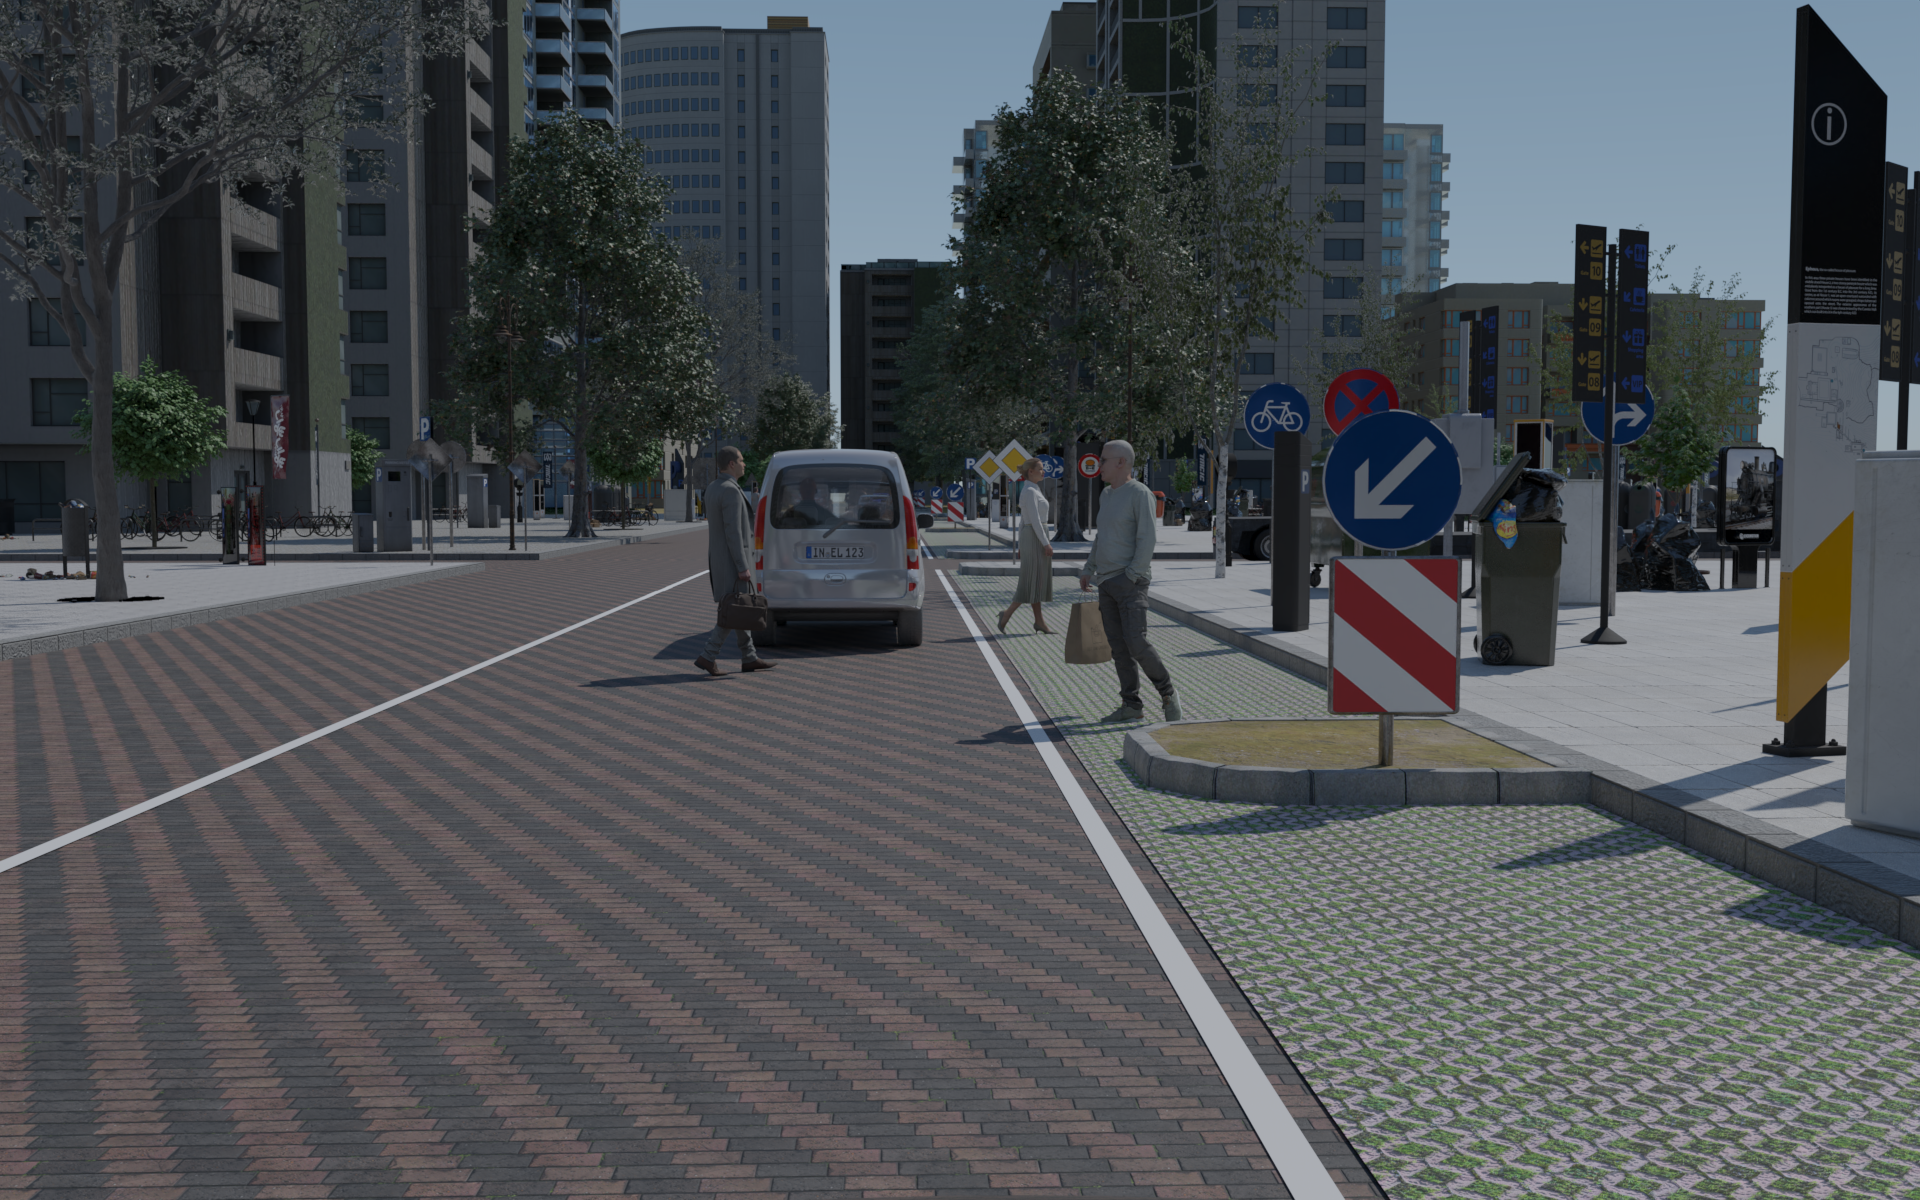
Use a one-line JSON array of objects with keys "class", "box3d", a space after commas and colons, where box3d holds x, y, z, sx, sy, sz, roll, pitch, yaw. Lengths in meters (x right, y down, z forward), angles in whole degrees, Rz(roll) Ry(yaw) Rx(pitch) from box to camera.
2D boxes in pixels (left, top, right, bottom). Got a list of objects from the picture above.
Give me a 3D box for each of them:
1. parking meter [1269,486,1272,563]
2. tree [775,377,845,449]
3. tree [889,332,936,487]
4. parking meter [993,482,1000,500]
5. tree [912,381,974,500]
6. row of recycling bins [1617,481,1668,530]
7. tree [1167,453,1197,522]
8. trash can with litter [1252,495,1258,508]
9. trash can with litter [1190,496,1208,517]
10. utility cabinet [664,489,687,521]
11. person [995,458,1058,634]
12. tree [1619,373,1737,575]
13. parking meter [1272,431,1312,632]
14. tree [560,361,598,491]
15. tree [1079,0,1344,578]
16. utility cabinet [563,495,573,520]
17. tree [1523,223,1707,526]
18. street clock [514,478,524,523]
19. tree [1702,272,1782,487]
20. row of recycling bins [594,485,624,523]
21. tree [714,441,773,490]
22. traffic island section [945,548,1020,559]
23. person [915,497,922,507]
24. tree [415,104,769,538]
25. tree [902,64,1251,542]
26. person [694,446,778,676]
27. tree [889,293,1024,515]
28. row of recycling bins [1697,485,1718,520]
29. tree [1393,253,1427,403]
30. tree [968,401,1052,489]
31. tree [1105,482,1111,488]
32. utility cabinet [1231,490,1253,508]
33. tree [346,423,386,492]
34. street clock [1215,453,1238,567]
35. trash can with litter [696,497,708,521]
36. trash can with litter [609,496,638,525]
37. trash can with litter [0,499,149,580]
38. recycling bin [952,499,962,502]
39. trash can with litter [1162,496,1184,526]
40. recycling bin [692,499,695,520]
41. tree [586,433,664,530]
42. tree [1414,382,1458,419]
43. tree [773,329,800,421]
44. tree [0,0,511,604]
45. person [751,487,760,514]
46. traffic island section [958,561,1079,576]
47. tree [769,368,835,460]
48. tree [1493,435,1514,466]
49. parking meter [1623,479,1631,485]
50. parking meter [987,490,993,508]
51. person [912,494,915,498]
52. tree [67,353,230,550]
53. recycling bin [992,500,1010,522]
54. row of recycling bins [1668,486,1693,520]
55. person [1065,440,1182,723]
[{"class": "parking meter", "box3d": [5.942, -1.453, 32.173, 0.372, 1.533, 0.369, 0, 3, 0]}, {"class": "tree", "box3d": [-17.092, -17.134, 186.788, 9.857, 13.997, 8.962, 0, 3, 0]}, {"class": "tree", "box3d": [-1.745, -20.600, 192.705, 12.611, 20.169, 13.585, 0, 3, 0]}, {"class": "parking meter", "box3d": [1.770, -4.682, 82.270, 0.399, 1.863, 0.255, 1, 4, 23]}, {"class": "tree", "box3d": [-1.533, -15.873, 177.655, 7.486, 12.596, 7.792, 0, 3, 0]}, {"class": "row of recycling bins", "box3d": [20.608, -2.945, 55.261, 1.069, 1.692, 3.534, -2, 4, -32]}, {"class": "tree", "box3d": [10.407, -5.256, 80.536, 1.663, 3.219, 1.824, 0, 3, 0]}, {"class": "trash can with litter", "box3d": [16.367, -5.334, 98.266, 2.233, 1.210, 1.678, 3, 5, 43]}, {"class": "trash can with litter", "box3d": [12.668, -4.870, 91.005, 1.055, 1.170, 0.624, -1, 4, -12]}, {"class": "utility cabinet", "box3d": [-13.374, -4.471, 81.781, 1.173, 1.500, 0.318, -2, 4, -24]}, {"class": "person", "box3d": [0.677, -0.540, 17.557, 0.641, 1.798, 0.478, 1, 4, 11]}, {"class": "tree", "box3d": [11.454, -2.042, 27.981, 1.663, 3.219, 1.824, 0, 3, 0]}, {"class": "parking meter", "box3d": [3.120, -0.646, 16.270, 0.255, 1.863, 0.399, 2, 4, 31]}, {"class": "tree", "box3d": [-20.055, -8.810, 94.404, 4.737, 8.622, 4.395, 0, 3, 0]}, {"class": "tree", "box3d": [3.945, -4.651, 26.410, 4.360, 8.622, 3.978, 0, 3, 0]}, {"class": "utility cabinet", "box3d": [-18.862, -4.500, 84.733, 1.020, 1.237, 0.306, -1, 4, -21]}, {"class": "tree", "box3d": [17.831, -5.970, 47.980, 4.737, 8.622, 4.395, 0, 3, 0]}, {"class": "street clock", "box3d": [-19.781, -4.479, 77.803, 0.358, 2.002, 0.471, 2, 4, 33]}, {"class": "tree", "box3d": [24.425, -6.512, 56.830, 4.737, 8.622, 4.395, 0, 3, 0]}, {"class": "row of recycling bins", "box3d": [-15.910, -4.384, 78.787, 1.069, 1.692, 3.534, 0, 4, 0]}, {"class": "tree", "box3d": [-13.874, -7.556, 107.256, 4.285, 4.588, 4.351, 0, 3, 0]}, {"class": "traffic island section", "box3d": [0.691, -1.047, 39.402, 2.009, 0.180, 2.903, 0, 4, -2]}, {"class": "person", "box3d": [-4.453, -10.319, 177.941, 1.217, 1.743, 0.721, 0, 4, 0]}, {"class": "tree", "box3d": [-11.192, -8.212, 51.277, 9.611, 12.733, 9.660, 0, 3, 0]}, {"class": "tree", "box3d": [3.067, -7.919, 46.488, 9.611, 12.733, 9.660, 0, 3, 0]}, {"class": "person", "box3d": [-1.783, -0.317, 13.780, 0.767, 1.812, 0.694, -2, 4, -25]}, {"class": "tree", "box3d": [0.398, -12.326, 108.185, 9.857, 13.997, 8.962, 0, 3, 0]}, {"class": "row of recycling bins", "box3d": [36.331, -4.516, 80.949, 1.069, 1.692, 3.534, -3, 4, -36]}, {"class": "tree", "box3d": [12.506, -6.310, 53.537, 4.360, 8.622, 3.978, 0, 3, 0]}, {"class": "tree", "box3d": [1.694, -8.437, 88.300, 4.360, 8.622, 3.978, 0, 3, 0]}, {"class": "tree", "box3d": [8.887, -6.352, 98.457, 1.663, 3.219, 1.824, 0, 3, 0]}, {"class": "utility cabinet", "box3d": [15.487, -5.296, 95.270, 1.173, 1.500, 0.318, 1, 4, 15]}, {"class": "tree", "box3d": [-27.626, -5.773, 78.106, 4.285, 4.588, 4.351, 0, 3, 0]}, {"class": "street clock", "box3d": [4.695, -1.593, 30.620, 0.358, 2.002, 0.471, -1, 4, -17]}, {"class": "trash can with litter", "box3d": [-12.227, -4.462, 84.007, 1.678, 1.210, 2.233, 0, 4, -5]}, {"class": "trash can with litter", "box3d": [-14.458, -3.821, 73.536, 1.678, 1.210, 2.233, 1, 4, 16]}, {"class": "trash can with litter", "box3d": [-13.683, -0.942, 26.452, 2.233, 1.210, 1.678, 2, 4, 25]}, {"class": "recycling bin", "box3d": [-0.041, -6.008, 110.789, 0.722, 1.027, 0.722, 3, 4, 39]}, {"class": "trash can with litter", "box3d": [8.443, -3.537, 69.212, 1.055, 1.170, 0.624, -3, 5, -42]}, {"class": "recycling bin", "box3d": [-13.811, -4.571, 87.282, 0.722, 1.027, 0.722, -2, 4, -29]}, {"class": "tree", "box3d": [-12.125, -4.813, 62.403, 4.285, 4.588, 4.351, 0, 3, 0]}, {"class": "tree", "box3d": [31.730, -9.960, 113.202, 4.737, 8.622, 4.395, 0, 3, 0]}, {"class": "tree", "box3d": [-12.188, -10.263, 78.170, 12.009, 13.543, 11.850, 0, 3, 0]}, {"class": "tree", "box3d": [-10.327, -6.728, 20.381, 12.009, 13.543, 11.850, 0, 3, 0]}, {"class": "person", "box3d": [-9.980, -4.711, 85.891, 0.716, 1.782, 0.532, 2, 4, 33]}, {"class": "traffic island section", "box3d": [1.003, -0.559, 31.423, 2.009, 0.180, 2.903, 0, 4, -2]}, {"class": "tree", "box3d": [-15.974, -14.728, 157.803, 9.611, 12.733, 9.660, 0, 3, 0]}, {"class": "tree", "box3d": [29.705, -6.853, 95.758, 4.285, 4.588, 4.351, 0, 3, 0]}, {"class": "parking meter", "box3d": [25.769, -3.745, 66.939, 0.255, 1.863, 0.399, 2, 4, 26]}, {"class": "parking meter", "box3d": [1.928, -6.247, 110.543, 0.372, 1.533, 0.369, 0, 3, 0]}, {"class": "person", "box3d": [-4.754, -10.210, 176.903, 0.415, 1.643, 0.593, 0, 4, -5]}, {"class": "tree", "box3d": [-19.021, -3.482, 40.647, 4.285, 4.588, 4.351, 0, 3, 0]}, {"class": "recycling bin", "box3d": [1.868, -4.082, 79.296, 0.722, 1.027, 0.722, 1, 4, 12]}, {"class": "row of recycling bins", "box3d": [34.688, -4.797, 85.551, 3.534, 1.692, 1.069, 0, 4, 4]}, {"class": "person", "box3d": [1.015, -0.116, 10.880, 0.515, 1.767, 0.782, -2, 4, -29]}]
